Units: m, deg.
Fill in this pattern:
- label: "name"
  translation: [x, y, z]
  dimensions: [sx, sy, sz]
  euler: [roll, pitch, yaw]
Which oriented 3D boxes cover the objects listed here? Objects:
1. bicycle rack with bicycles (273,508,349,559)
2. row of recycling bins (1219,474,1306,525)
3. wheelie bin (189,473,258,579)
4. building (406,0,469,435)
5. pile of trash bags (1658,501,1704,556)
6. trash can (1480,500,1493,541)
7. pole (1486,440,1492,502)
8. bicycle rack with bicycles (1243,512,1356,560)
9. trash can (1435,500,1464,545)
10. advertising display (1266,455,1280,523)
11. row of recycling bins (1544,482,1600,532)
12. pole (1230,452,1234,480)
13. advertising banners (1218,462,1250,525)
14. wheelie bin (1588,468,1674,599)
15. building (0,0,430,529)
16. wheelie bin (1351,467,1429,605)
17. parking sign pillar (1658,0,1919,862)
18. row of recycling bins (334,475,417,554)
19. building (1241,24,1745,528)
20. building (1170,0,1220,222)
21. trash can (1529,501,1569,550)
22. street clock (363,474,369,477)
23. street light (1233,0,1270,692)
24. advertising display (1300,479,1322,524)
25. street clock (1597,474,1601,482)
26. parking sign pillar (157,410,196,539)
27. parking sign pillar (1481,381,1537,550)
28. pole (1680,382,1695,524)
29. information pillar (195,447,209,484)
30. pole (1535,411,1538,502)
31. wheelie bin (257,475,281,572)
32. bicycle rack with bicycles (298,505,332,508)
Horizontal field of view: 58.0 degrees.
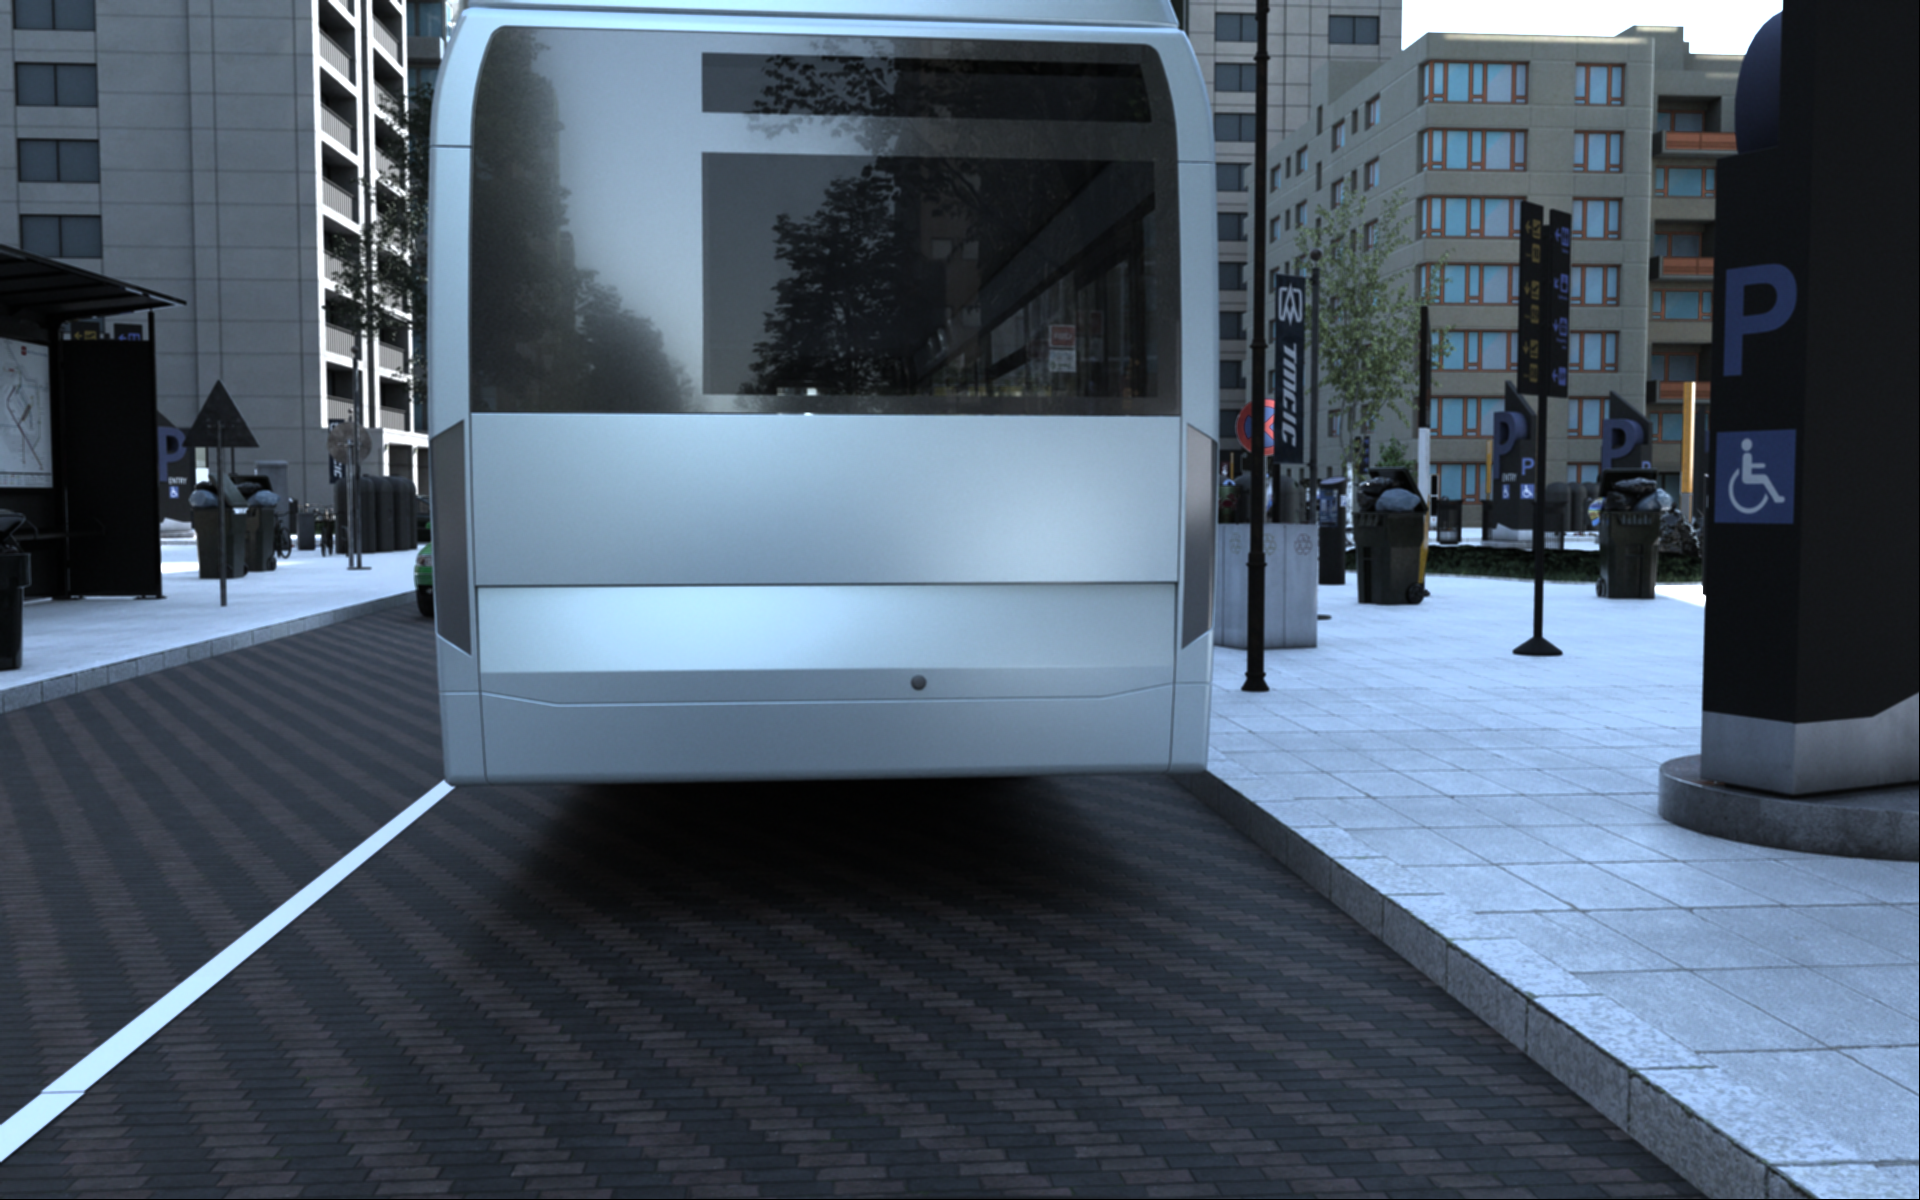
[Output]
- label: "bicycle rack with bicycles"
  translation: [-13.706, -1.357, 35.564]
  dimensions: [2.852, 0.926, 2.925]
  euler: [-1, 4, -21]
- label: "row of recycling bins"
  translation: [5.706, -1.783, 36.269]
  dimensions: [3.534, 1.692, 1.069]
  euler: [-3, 4, -37]
- label: "wheelie bin"
  translation: [-11.304, -1.132, 26.410]
  dimensions: [0.693, 1.594, 0.980]
  euler: [0, 4, 0]
- label: "building"
  translation: [-48.389, -33.978, 175.155]
  dimensions: [30.456, 49.044, 23.786]
  euler: [0, 4, -5]
- label: "pile of trash bags"
  translation: [12.970, -1.159, 28.698]
  dimensions: [1.912, 1.369, 3.447]
  euler: [-1, 4, -16]
- label: "trash can"
  translation: [13.300, -1.921, 43.062]
  dimensions: [0.748, 1.137, 0.748]
  euler: [0, 3, 0]
- label: "pole"
  translation: [19.961, -4.377, 65.399]
  dimensions: [0.158, 3.312, 0.155]
  euler: [0, 3, 0]
- label: "bicycle rack with bicycles"
  translation: [6.381, -1.203, 33.058]
  dimensions: [2.925, 0.926, 2.852]
  euler: [0, 4, 7]
- label: "trash can"
  translation: [12.442, -1.981, 44.039]
  dimensions: [0.748, 1.137, 0.748]
  euler: [0, 3, 0]
- label: "advertising display"
  translation: [5.029, -1.410, 28.260]
  dimensions: [0.123, 1.923, 0.974]
  euler: [0, 4, -5]
- label: "row of recycling bins"
  translation: [21.310, -3.207, 59.551]
  dimensions: [3.534, 1.692, 1.069]
  euler: [-3, 5, -41]
- label: "pole"
  translation: [13.295, -5.558, 84.709]
  dimensions: [0.158, 3.312, 0.155]
  euler: [0, 3, 0]
- label: "advertising banners"
  translation: [3.191, -1.760, 24.964]
  dimensions: [2.074, 3.025, 0.090]
  euler: [2, 4, 33]
- label: "wheelie bin"
  translation: [8.283, -0.823, 21.360]
  dimensions: [0.980, 1.594, 0.693]
  euler: [0, 4, 8]
- label: "building"
  translation: [-32.366, -38.729, 71.472]
  dimensions: [20.563, 71.187, 20.611]
  euler: [0, 4, -5]
- label: "wheelie bin"
  translation: [5.011, -0.754, 20.230]
  dimensions: [0.693, 1.594, 0.980]
  euler: [-2, 4, -28]
- label: "parking sign pillar"
  translation: [3.493, -1.110, 6.616]
  dimensions: [1.447, 3.967, 1.447]
  euler: [-2, 4, -27]
- label: "row of recycling bins"
  translation: [-13.040, -1.943, 38.881]
  dimensions: [1.069, 1.692, 3.534]
  euler: [0, 4, 1]
- label: "building"
  translation: [30.658, -14.370, 79.994]
  dimensions: [28.899, 21.520, 27.650]
  euler: [0, 4, -5]
- label: "building"
  translation: [13.450, -40.754, 104.579]
  dimensions: [20.563, 71.187, 20.611]
  euler: [0, 4, -5]
- label: "trash can"
  translation: [11.798, -1.411, 34.725]
  dimensions: [0.748, 1.137, 0.748]
  euler: [0, 3, 0]
- label: "street clock"
  translation: [-21.825, -3.616, 63.696]
  dimensions: [0.358, 2.002, 0.471]
  euler: [-1, 4, -18]
- label: "street light"
  translation: [1.930, -2.346, 11.144]
  dimensions: [0.468, 5.910, 1.993]
  euler: [0, 4, -5]
- label: "advertising display"
  translation: [14.616, -4.097, 72.199]
  dimensions: [0.974, 1.923, 0.123]
  euler: [-1, 4, -16]
- label: "street clock"
  translation: [23.574, -3.611, 63.614]
  dimensions: [0.358, 2.002, 0.471]
  euler: [3, 5, 43]
- label: "parking sign pillar"
  translation: [-23.053, -3.787, 50.396]
  dimensions: [1.447, 3.967, 1.447]
  euler: [1, 4, 20]
- label: "parking sign pillar"
  translation: [12.982, -3.186, 40.558]
  dimensions: [1.447, 3.967, 1.447]
  euler: [-1, 4, -10]
- label: "pole"
  translation: [13.272, -2.309, 31.603]
  dimensions: [0.158, 3.312, 0.155]
  euler: [0, 3, 0]
- label: "information pillar"
  translation: [-24.347, -3.934, 55.673]
  dimensions: [0.504, 3.616, 0.183]
  euler: [2, 4, 25]
- label: "pole"
  translation: [14.157, -2.964, 42.309]
  dimensions: [0.158, 3.312, 0.155]
  euler: [0, 3, 0]
- label: "wheelie bin"
  translation: [-11.770, -1.276, 28.776]
  dimensions: [0.980, 1.594, 0.693]
  euler: [0, 4, 0]
- label: "bicycle rack with bicycles"
  translation: [-22.134, -2.791, 59.012]
  dimensions: [2.852, 0.926, 2.925]
  euler: [-3, 5, -43]
